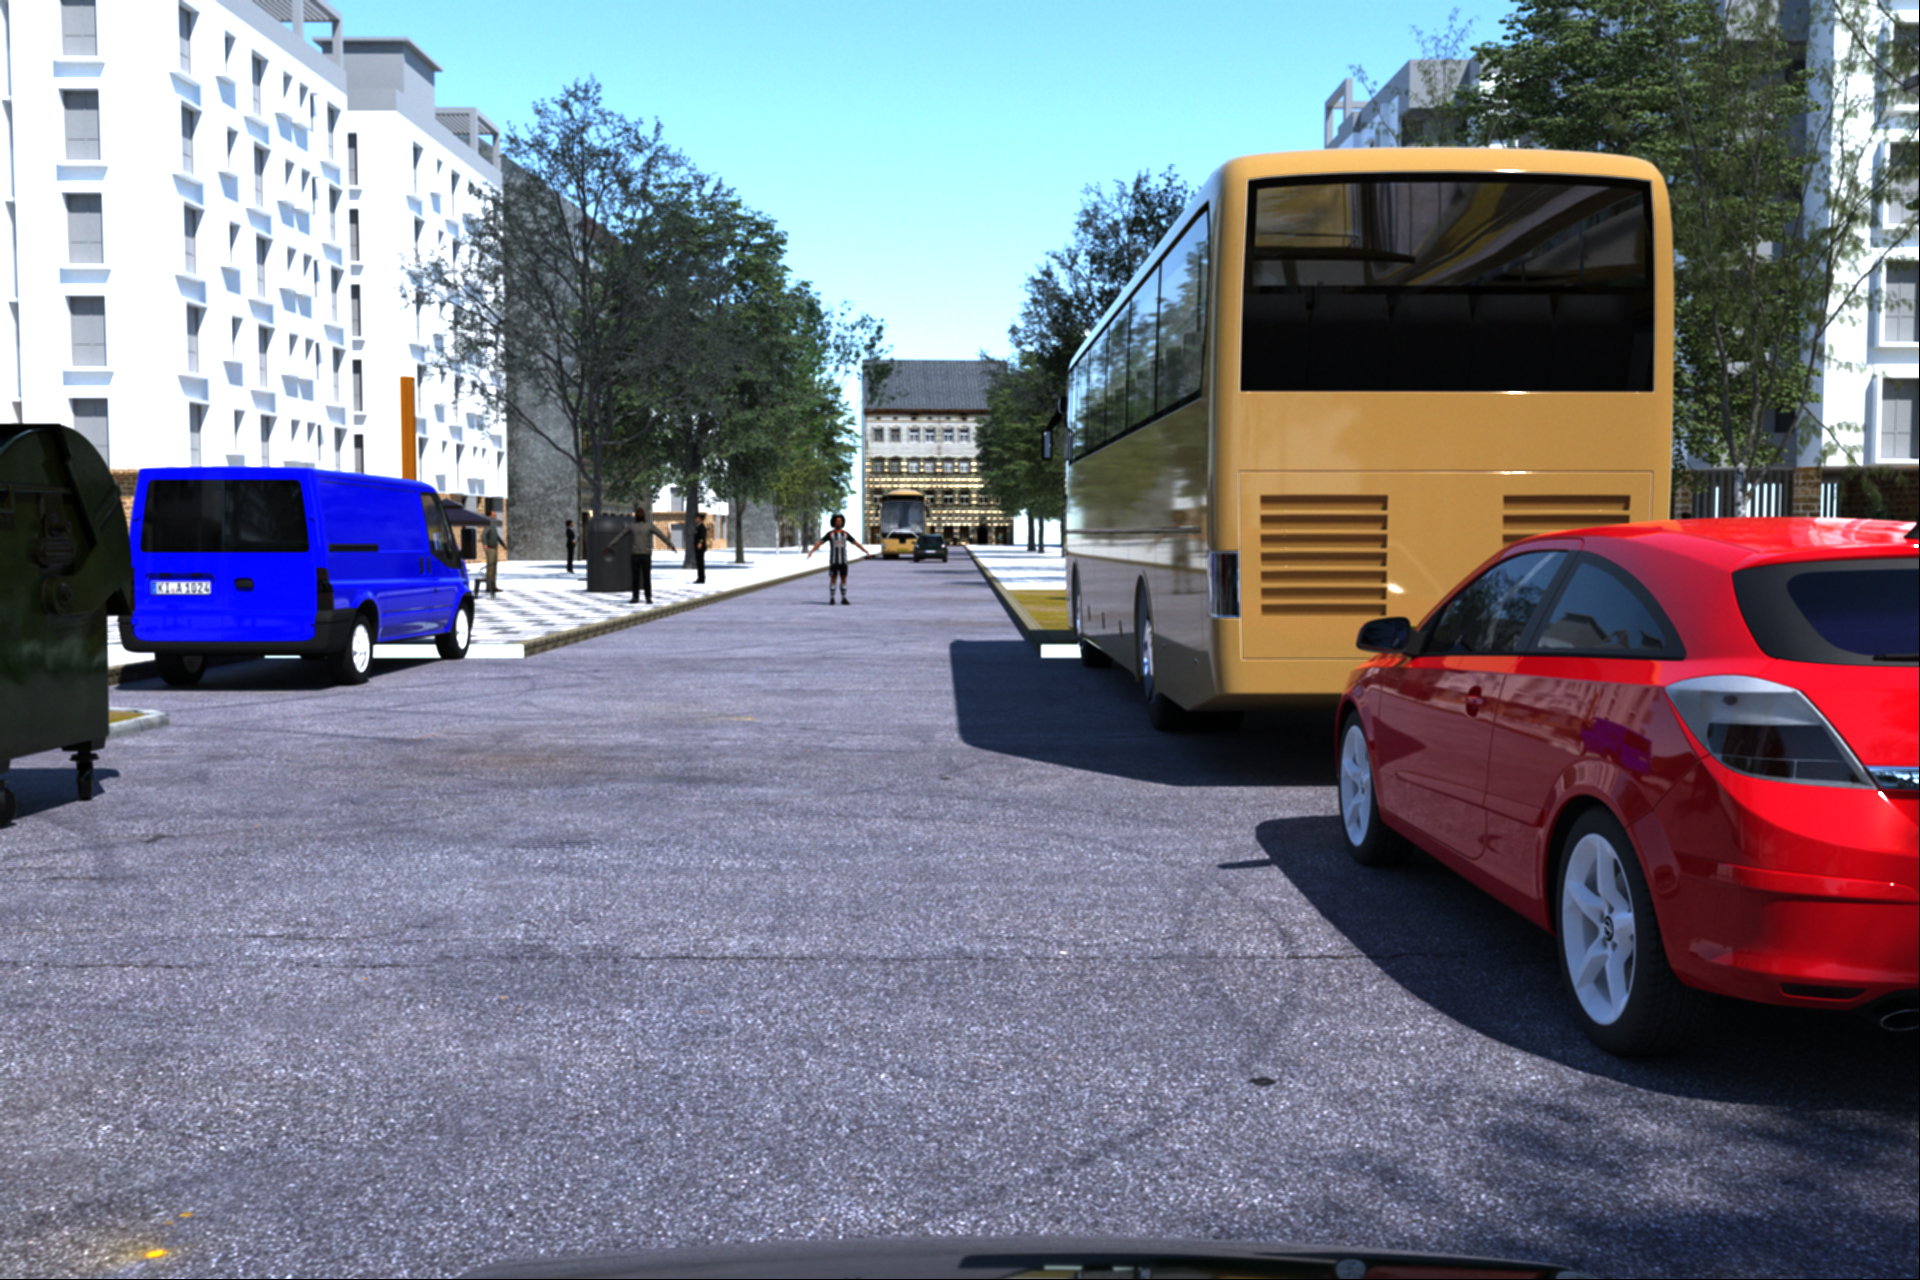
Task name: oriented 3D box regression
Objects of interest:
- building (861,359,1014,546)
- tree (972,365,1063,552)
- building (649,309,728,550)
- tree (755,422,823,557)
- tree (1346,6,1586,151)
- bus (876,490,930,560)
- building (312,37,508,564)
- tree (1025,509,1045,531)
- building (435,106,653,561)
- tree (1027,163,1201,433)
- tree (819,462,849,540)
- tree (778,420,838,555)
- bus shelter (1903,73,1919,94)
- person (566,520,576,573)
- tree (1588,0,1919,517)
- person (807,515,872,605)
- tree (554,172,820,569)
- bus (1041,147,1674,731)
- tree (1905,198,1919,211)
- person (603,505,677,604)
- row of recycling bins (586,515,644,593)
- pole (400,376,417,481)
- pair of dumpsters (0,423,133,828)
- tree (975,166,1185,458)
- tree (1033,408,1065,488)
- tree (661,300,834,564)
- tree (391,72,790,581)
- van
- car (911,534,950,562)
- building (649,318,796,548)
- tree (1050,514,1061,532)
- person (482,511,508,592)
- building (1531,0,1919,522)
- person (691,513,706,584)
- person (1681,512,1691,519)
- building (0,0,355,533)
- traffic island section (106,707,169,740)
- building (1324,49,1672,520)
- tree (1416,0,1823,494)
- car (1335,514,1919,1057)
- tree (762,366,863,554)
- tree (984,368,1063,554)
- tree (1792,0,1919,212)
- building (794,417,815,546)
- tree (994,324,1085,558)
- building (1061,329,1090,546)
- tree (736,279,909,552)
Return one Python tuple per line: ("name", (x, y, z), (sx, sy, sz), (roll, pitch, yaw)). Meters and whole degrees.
("building", (-3.188, -23.457, 216.912), (18.063, 23.208, 19.493), (0, 4, -4))
("tree", (5.282, -13.455, 126.636), (9.857, 13.997, 8.962), (0, 3, 0))
("building", (-25.505, -17.392, 140.785), (16.016, 20.090, 11.380), (0, 4, -1))
("tree", (-10.075, -8.965, 96.935), (4.737, 8.622, 4.395), (0, 3, 0))
("tree", (7.315, -4.571, 25.100), (4.360, 8.622, 3.978), (0, 3, 0))
("bus", (-3.095, -6.614, 99.693), (2.896, 3.916, 12.252), (0, 4, 0))
("building", (-26.024, -12.902, 67.373), (16.016, 20.090, 11.380), (0, 4, 0))
("tree", (10.179, -16.037, 212.563), (4.360, 8.622, 3.978), (0, 3, 0))
("building", (-27.216, -15.892, 90.761), (19.493, 23.208, 18.063), (0, 4, 1))
("tree", (5.322, -6.744, 44.681), (8.767, 10.594, 7.601), (2, 4, 33))
("tree", (-17.319, -17.297, 217.212), (7.601, 10.594, 8.767), (0, 4, -8))
("tree", (-9.904, -9.526, 106.111), (4.360, 8.622, 3.978), (0, 3, 0))
("bus shelter", (5.769, -0.902, 6.034), (1.731, 3.624, 6.357), (0, 4, 0))
("person", (-12.743, -3.074, 56.976), (0.721, 1.740, 1.216), (-1, 4, -18))
("tree", (8.653, -4.208, 19.168), (4.360, 8.622, 3.978), (0, 3, 0))
("person", (-2.457, -1.619, 35.069), (1.345, 1.843, 0.704), (-1, 4, -17))
("tree", (-9.673, -9.547, 62.752), (9.857, 13.997, 8.962), (0, 3, 0))
("bus", (2.540, -1.462, 15.450), (2.896, 3.916, 12.252), (0, 4, -1))
("tree", (16.421, -6.363, 22.162), (7.486, 12.596, 7.792), (0, 3, 0))
("person", (-5.879, -1.577, 31.917), (1.348, 1.813, 0.705), (0, 4, -2))
("row of recycling bins", (-7.730, -1.979, 39.473), (1.069, 1.692, 3.534), (0, 4, 1))
("pole", (-7.159, -1.755, 22.545), (0.158, 3.312, 0.155), (0, 3, 0))
("pair of dumpsters", (-6.720, -0.232, 8.750), (4.436, 2.255, 1.574), (0, 4, 0))
("tree", (5.633, -9.077, 58.776), (12.009, 13.543, 11.850), (0, 3, 0))
("tree", (5.207, -8.269, 85.555), (4.360, 8.622, 3.978), (0, 3, 0))
("tree", (-9.460, -9.122, 74.900), (9.928, 11.665, 9.643), (0, 3, 0))
("tree", (-10.026, -8.369, 47.202), (12.009, 13.543, 11.850), (0, 3, 0))
("van", (-6.623, -0.840, 18.111), (2.240, 2.365, 5.245), (0, 3, 0))
("car", (-1.497, -4.830, 88.761), (2.009, 1.686, 4.222), (0, 3, 0))
("building", (-25.729, -20.413, 164.682), (19.493, 23.208, 18.063), (0, 4, -1))
("tree", (12.577, -16.370, 218.013), (4.737, 8.622, 4.395), (0, 3, 0))
("person", (-10.308, -1.954, 38.219), (0.705, 1.796, 1.348), (0, 4, 5))
("building", (23.710, -12.142, 54.949), (16.016, 20.090, 11.380), (0, 4, 0))
("person", (-6.768, -2.383, 44.905), (0.705, 1.837, 1.347), (-1, 4, -16))
("person", (17.531, -2.186, 41.922), (1.347, 1.806, 0.705), (-1, 4, -19))
("building", (-26.990, -11.828, 49.804), (16.016, 20.090, 11.380), (0, 4, 0))
("traffic island section", (-6.916, 0.635, 12.491), (1.991, 0.108, 1.994), (0, 4, -1))
("building", (20.630, -13.270, 73.390), (16.016, 20.090, 11.380), (0, 3, 0))
("tree", (11.960, -6.983, 32.301), (7.486, 12.596, 7.792), (0, 3, 0))
("car", (2.619, 0.171, 6.244), (2.155, 1.783, 4.494), (0, 4, -1))
("tree", (-10.066, -11.972, 113.871), (7.486, 12.596, 7.792), (0, 3, 0))
("tree", (5.059, -11.928, 113.153), (7.486, 12.596, 7.792), (0, 3, 0))
("tree", (8.557, -3.756, 11.781), (4.360, 8.622, 3.978), (0, 3, 0))
("building", (-25.966, -21.976, 190.229), (19.493, 23.208, 18.063), (0, 4, 0))
("tree", (5.691, -10.677, 92.693), (7.486, 12.596, 7.792), (0, 3, 0))
("building", (24.724, -21.035, 187.902), (27.936, 21.610, 32.646), (0, 4, -1))
("tree", (-10.124, -16.608, 127.433), (12.611, 20.169, 13.585), (0, 3, 0))
